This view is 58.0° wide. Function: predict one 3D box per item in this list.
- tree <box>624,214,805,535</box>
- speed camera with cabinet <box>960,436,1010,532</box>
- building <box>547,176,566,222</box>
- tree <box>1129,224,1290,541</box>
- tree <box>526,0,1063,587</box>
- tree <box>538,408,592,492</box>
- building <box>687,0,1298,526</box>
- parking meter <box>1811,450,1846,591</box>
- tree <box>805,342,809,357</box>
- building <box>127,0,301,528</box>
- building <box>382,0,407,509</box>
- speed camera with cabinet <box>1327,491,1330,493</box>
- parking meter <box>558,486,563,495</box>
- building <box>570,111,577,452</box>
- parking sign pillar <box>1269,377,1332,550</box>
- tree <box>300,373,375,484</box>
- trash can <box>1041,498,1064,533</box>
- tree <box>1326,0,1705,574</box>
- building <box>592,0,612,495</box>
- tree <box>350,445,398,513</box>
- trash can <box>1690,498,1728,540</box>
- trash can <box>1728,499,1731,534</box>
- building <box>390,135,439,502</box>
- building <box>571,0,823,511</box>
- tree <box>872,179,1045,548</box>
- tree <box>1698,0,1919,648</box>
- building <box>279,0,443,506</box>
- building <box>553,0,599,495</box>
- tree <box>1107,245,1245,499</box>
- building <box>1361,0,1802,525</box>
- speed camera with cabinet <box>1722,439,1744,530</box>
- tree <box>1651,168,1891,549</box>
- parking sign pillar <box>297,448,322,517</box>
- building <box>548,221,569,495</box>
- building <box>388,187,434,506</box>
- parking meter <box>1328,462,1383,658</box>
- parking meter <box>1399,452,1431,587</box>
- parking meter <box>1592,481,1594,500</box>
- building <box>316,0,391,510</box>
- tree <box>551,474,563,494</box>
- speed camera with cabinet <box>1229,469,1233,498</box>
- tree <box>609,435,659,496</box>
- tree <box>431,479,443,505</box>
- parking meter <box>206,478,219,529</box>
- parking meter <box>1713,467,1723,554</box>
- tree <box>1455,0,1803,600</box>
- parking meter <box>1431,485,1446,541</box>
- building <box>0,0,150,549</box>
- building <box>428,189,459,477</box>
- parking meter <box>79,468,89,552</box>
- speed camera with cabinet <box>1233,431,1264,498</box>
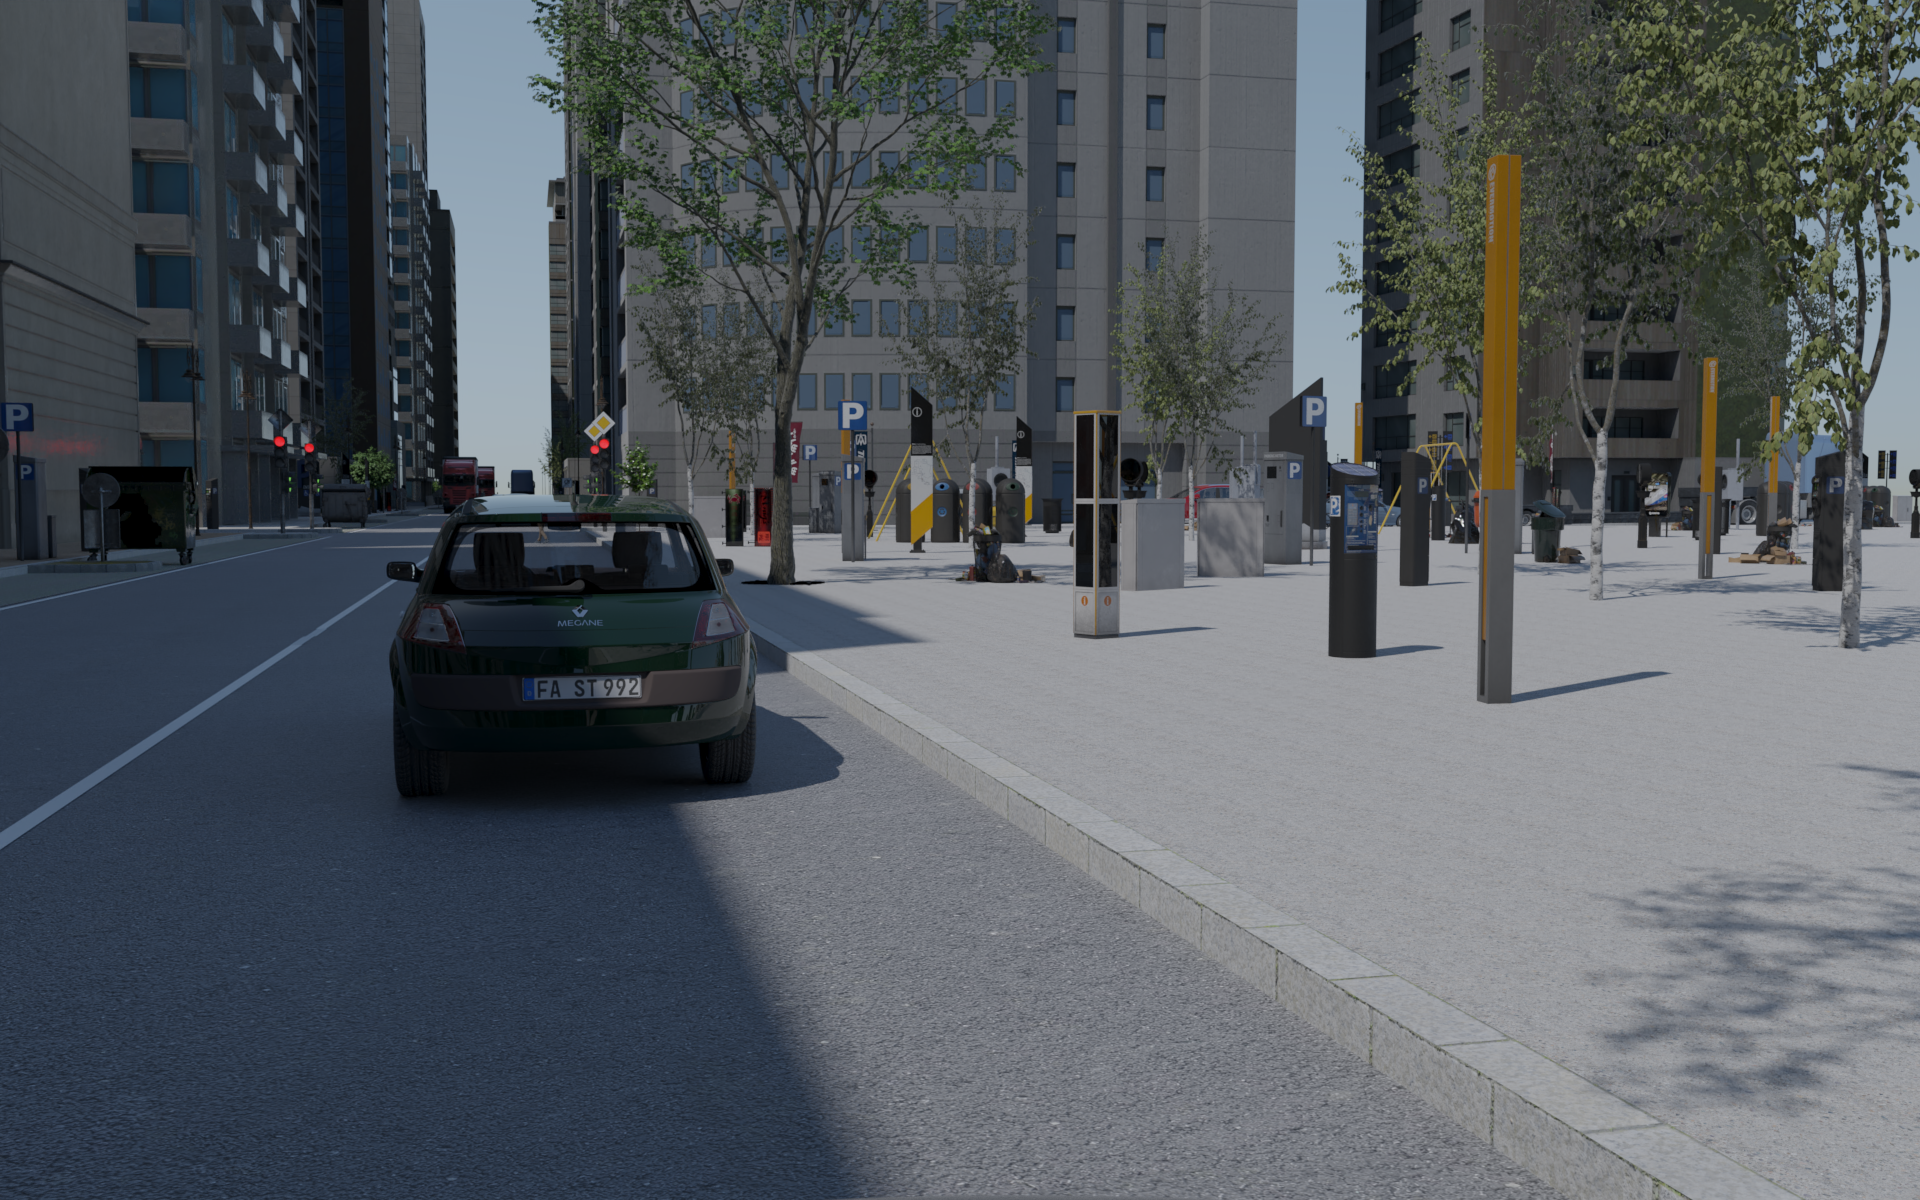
[{"bbox_3d":[-7.006,-5.834,45.755,4.360,8.622,3.978,0,3,0],"label":"tree"},{"bbox_3d":[0.661,-3.955,58.996,2.038,3.252,0.660,-1,4,-17],"label":"speed camera with cabinet"},{"bbox_3d":[-52.558,-42.506,284.206,28.713,52.752,27.495,-1,4,-14],"label":"building"},{"bbox_3d":[6.480,-5.917,47.111,4.360,8.622,3.978,0,3,0],"label":"tree"},{"bbox_3d":[-2.361,-6.026,24.274,9.928,11.665,9.643,0,3,0],"label":"tree"},{"bbox_3d":[-33.391,-12.068,147.679,4.737,8.622,4.395,0,3,0],"label":"tree"},{"bbox_3d":[-1.710,-32.924,80.308,28.212,58.520,21.231,-1,4,-14],"label":"building"},{"bbox_3d":[11.494,-1.051,22.895,0.399,1.863,0.255,0,4,6],"label":"parking meter"},{"bbox_3d":[-6.670,-6.309,53.512,4.360,8.622,3.978,0,3,0],"label":"tree"},{"bbox_3d":[-41.338,-27.841,74.801,23.786,49.044,30.456,-1,4,-14],"label":"building"},{"bbox_3d":[-63.519,-51.862,160.617,22.319,86.520,31.000,-1,4,-14],"label":"building"},{"bbox_3d":[23.353,-6.833,106.053,2.038,3.252,0.660,-2,4,-27],"label":"speed camera with cabinet"},{"bbox_3d":[-30.689,-7.807,133.356,0.399,1.863,0.255,0,4,-4],"label":"parking meter"},{"bbox_3d":[-34.447,-32.813,186.598,14.600,45.320,14.200,-1,4,-14],"label":"building"},{"bbox_3d":[7.898,-3.183,40.517,1.447,3.967,1.447,2,4,35],"label":"parking sign pillar"},{"bbox_3d":[-37.401,-9.412,104.240,4.360,8.622,3.978,0,3,0],"label":"tree"},{"bbox_3d":[3.018,-2.751,56.630,0.748,1.137,0.748,0,3,0],"label":"trash can"},{"bbox_3d":[8.131,-4.708,27.335,4.737,8.622,4.395,0,3,0],"label":"tree"},{"bbox_3d":[-13.692,-20.001,98.715,14.160,30.474,14.107,-1,4,-14],"label":"building"},{"bbox_3d":[-39.338,-8.089,115.967,4.285,4.588,4.351,0,3,0],"label":"tree"},{"bbox_3d":[20.615,-2.221,47.962,0.748,1.137,0.748,0,3,0],"label":"trash can"},{"bbox_3d":[23.399,-2.555,53.427,0.748,1.137,0.748,0,3,0],"label":"trash can"},{"bbox_3d":[-82.060,-37.309,229.607,23.786,49.044,30.456,-1,4,-14],"label":"building"},{"bbox_3d":[-26.374,-38.180,166.245,21.231,58.520,28.212,-1,4,-14],"label":"building"},{"bbox_3d":[0.197,-5.540,40.939,4.360,8.622,3.978,0,3,0],"label":"tree"},{"bbox_3d":[7.204,-3.910,14.290,4.737,8.622,4.395,0,3,0],"label":"tree"},{"bbox_3d":[-86.428,-49.900,254.113,20.563,71.187,20.611,-1,4,-14],"label":"building"},{"bbox_3d":[-47.388,-49.368,245.423,20.563,71.187,20.611,-1,4,-14],"label":"building"},{"bbox_3d":[6.233,-6.236,52.321,4.737,8.622,4.395,0,3,0],"label":"tree"},{"bbox_3d":[28.357,-18.927,81.155,14.107,30.474,14.160,-1,4,-14],"label":"building"},{"bbox_3d":[27.731,-4.190,62.849,0.660,3.252,2.038,0,4,2],"label":"speed camera with cabinet"},{"bbox_3d":[19.331,-5.502,40.319,4.360,8.622,3.978,0,3,0],"label":"tree"},{"bbox_3d":[-37.018,-6.722,98.379,1.447,3.967,1.447,1,4,21],"label":"parking sign pillar"},{"bbox_3d":[-54.883,-35.396,262.313,14.154,41.232,14.086,-1,4,-14],"label":"building"},{"bbox_3d":[-74.541,-30.317,187.565,32.217,40.220,23.993,-1,4,-14],"label":"building"},{"bbox_3d":[3.100,-0.320,13.647,0.372,1.533,0.369,0,3,0],"label":"parking meter"},{"bbox_3d":[6.350,-1.128,24.147,0.399,1.863,0.255,-3,4,-37],"label":"parking meter"},{"bbox_3d":[24.585,-3.732,66.722,0.399,1.863,0.255,0,4,-5],"label":"parking meter"},{"bbox_3d":[-54.370,-30.010,140.777,14.600,45.320,14.200,-1,4,-14],"label":"building"},{"bbox_3d":[-35.373,-9.757,154.126,1.663,3.219,1.824,0,3,0],"label":"tree"},{"bbox_3d":[10.284,-3.972,59.271,2.038,3.252,0.660,0,4,-3],"label":"speed camera with cabinet"},{"bbox_3d":[-10.762,-3.836,57.327,1.663,3.219,1.824,0,3,0],"label":"tree"},{"bbox_3d":[-65.783,-13.613,217.172,1.663,3.219,1.824,0,3,0],"label":"tree"},{"bbox_3d":[-27.268,-3.513,63.150,0.255,1.863,0.399,1,4,19],"label":"parking meter"},{"bbox_3d":[16.080,-1.911,36.949,0.255,1.863,0.399,1,4,13],"label":"parking meter"},{"bbox_3d":[7.872,-4.311,20.845,4.360,8.622,3.978,0,3,0],"label":"tree"},{"bbox_3d":[13.204,-2.408,47.784,0.372,1.533,0.369,0,3,0],"label":"parking meter"},{"bbox_3d":[-37.765,-12.852,43.407,30.059,22.955,16.112,-1,4,-14],"label":"building"},{"bbox_3d":[-91.378,-39.853,275.295,21.300,48.544,21.600,-1,4,-14],"label":"building"},{"bbox_3d":[-19.417,-2.015,38.652,0.399,1.863,0.255,2,4,27],"label":"parking meter"},{"bbox_3d":[9.311,-3.699,54.807,0.660,3.252,2.038,2,4,24],"label":"speed camera with cabinet"}]
